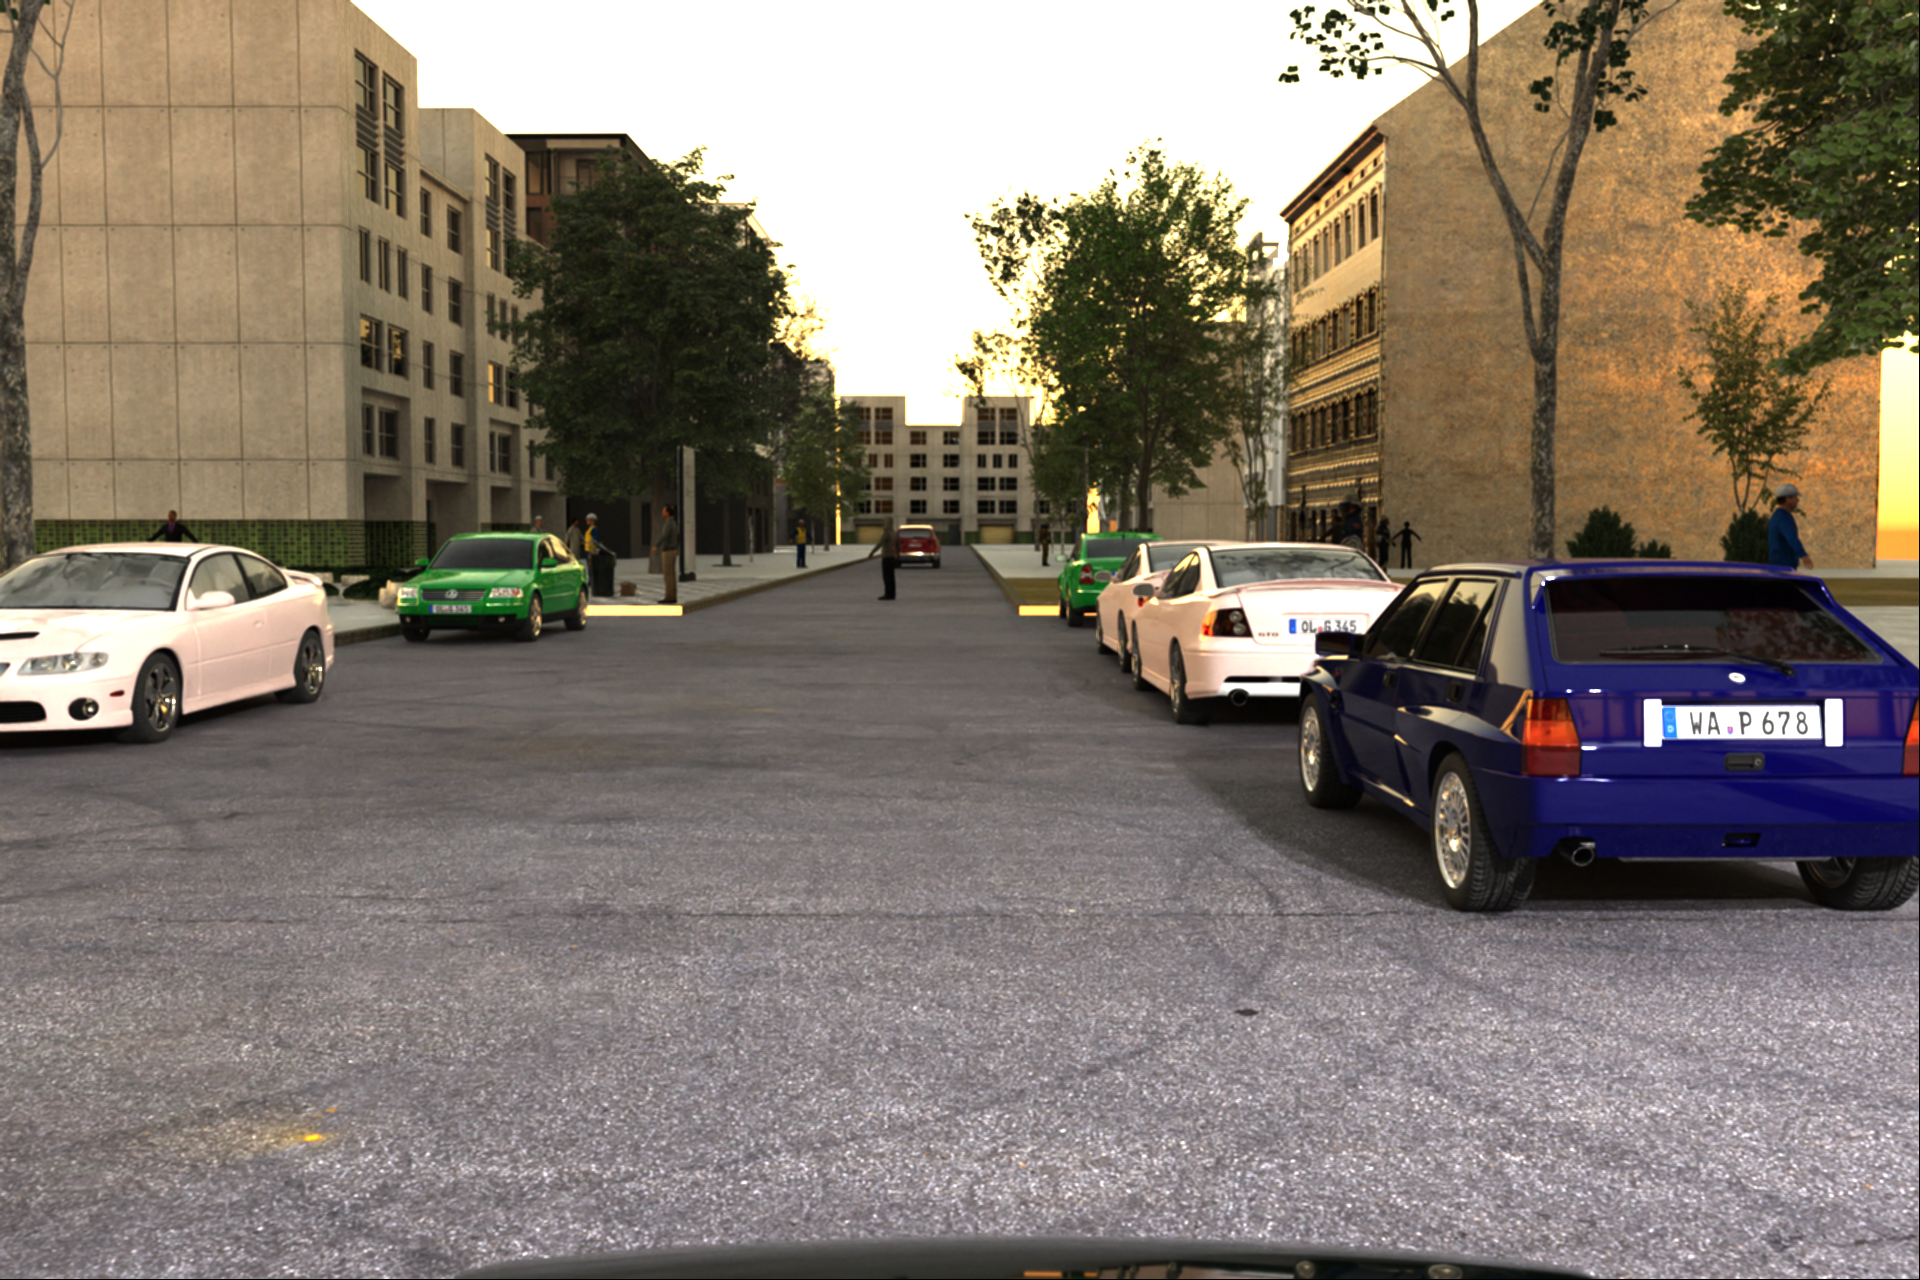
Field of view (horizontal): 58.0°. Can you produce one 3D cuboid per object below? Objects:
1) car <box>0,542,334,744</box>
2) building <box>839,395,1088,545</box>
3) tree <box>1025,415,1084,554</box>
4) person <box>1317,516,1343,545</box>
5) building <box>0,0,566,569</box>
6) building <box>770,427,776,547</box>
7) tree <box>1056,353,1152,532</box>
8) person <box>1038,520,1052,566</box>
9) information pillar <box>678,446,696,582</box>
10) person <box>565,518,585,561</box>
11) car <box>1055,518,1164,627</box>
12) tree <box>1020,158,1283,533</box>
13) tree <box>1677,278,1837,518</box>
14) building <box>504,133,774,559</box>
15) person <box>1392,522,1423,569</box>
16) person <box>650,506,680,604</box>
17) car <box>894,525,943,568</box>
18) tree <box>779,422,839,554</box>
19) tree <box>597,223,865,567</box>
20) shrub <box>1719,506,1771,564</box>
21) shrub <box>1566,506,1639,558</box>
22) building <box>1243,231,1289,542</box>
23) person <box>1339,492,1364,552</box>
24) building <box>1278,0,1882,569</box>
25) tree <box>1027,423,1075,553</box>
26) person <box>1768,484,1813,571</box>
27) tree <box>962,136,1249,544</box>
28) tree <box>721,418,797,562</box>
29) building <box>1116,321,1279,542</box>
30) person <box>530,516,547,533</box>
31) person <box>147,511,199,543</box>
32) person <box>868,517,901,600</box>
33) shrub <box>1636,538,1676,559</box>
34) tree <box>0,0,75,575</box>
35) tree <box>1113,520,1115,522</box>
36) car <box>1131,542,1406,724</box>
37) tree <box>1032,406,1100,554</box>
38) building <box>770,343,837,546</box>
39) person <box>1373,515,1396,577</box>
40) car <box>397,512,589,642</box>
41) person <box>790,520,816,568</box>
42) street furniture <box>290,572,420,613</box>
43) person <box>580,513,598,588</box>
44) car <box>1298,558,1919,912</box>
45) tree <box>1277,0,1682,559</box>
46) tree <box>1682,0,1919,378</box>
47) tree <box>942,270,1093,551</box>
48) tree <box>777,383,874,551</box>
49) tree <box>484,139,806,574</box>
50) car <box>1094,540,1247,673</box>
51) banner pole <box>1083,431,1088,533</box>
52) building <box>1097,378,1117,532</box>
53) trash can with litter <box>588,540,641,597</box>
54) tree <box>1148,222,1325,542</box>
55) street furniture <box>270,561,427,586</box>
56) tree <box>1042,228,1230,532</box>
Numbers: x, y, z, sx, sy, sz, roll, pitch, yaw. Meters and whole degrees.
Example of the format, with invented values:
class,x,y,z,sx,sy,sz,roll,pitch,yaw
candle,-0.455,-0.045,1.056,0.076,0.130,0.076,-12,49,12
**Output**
class,x,y,z,sx,sy,sz,roll,pitch,yaw
car,-6.404,-0.060,13.350,2.083,1.381,4.827,0,3,0
building,0.158,-21.930,227.465,31.486,18.905,16.747,0,4,-3
tree,6.122,-9.460,105.026,4.737,8.622,4.395,0,3,0
person,11.119,-2.735,50.848,1.346,1.812,0.704,0,4,7
building,-28.478,-12.581,72.154,16.747,18.905,31.486,0,3,0
building,-26.418,-17.573,153.781,16.747,18.905,31.486,0,4,0
tree,5.991,-7.371,70.872,4.737,8.622,4.395,0,3,0
person,3.463,-3.906,69.628,0.705,1.858,1.354,0,4,-7
information pillar,-7.419,-3.408,47.029,0.184,3.620,1.656,0,4,1
person,-12.562,-3.086,56.649,0.705,1.806,1.347,1,4,21
car,2.555,-1.183,28.134,1.959,1.807,4.718,0,4,0
tree,5.188,-7.484,48.125,9.928,11.665,9.643,0,3,0
tree,22.534,-6.068,49.575,4.737,8.622,4.395,0,3,0
building,-27.235,-15.966,105.020,27.936,21.610,32.646,0,4,1
person,16.410,-3.485,63.705,1.216,1.740,0.721,0,4,6
person,-5.401,-1.575,32.020,0.705,1.796,1.348,1,4,9
car,-1.860,-3.994,73.975,2.281,1.827,5.304,0,3,0
tree,-9.601,-9.896,112.163,4.737,8.622,4.395,0,3,0
tree,-9.283,-9.659,68.302,12.009,13.543,11.850,0,3,0
shrub,20.973,-2.535,45.874,1.690,2.028,1.600,0,3,0
shrub,15.794,-2.335,42.601,1.690,2.028,1.600,0,3,0
building,23.262,-15.475,109.435,16.016,20.090,11.380,0,3,0
person,5.272,-1.082,23.554,0.704,1.845,1.351,0,4,7
building,24.764,-14.787,72.700,19.493,23.208,18.063,0,4,0
tree,6.263,-10.054,114.744,4.737,8.622,4.395,0,3,0
person,9.230,-0.822,19.328,0.705,1.842,1.347,1,4,13
tree,6.852,-13.879,82.804,12.611,20.169,13.585,0,3,0
tree,-9.603,-7.898,79.490,4.360,8.622,3.978,0,3,0
building,23.648,-17.497,152.539,16.747,18.905,31.486,0,4,0
person,-12.984,-2.916,53.536,0.705,1.847,1.347,2,4,28
person,-17.535,-1.979,38.582,1.346,1.802,0.704,0,4,-1
person,-1.588,-1.787,37.809,0.705,1.813,1.348,2,4,26
shrub,14.755,-1.571,36.798,1.383,1.207,1.383,0,3,0
tree,-13.364,-10.096,20.954,12.611,20.169,13.585,0,3,0
tree,21.284,-16.624,222.156,4.360,8.622,3.978,0,3,0
car,2.530,-0.126,14.426,2.083,1.381,4.827,0,4,-1
tree,5.768,-8.859,95.207,4.737,8.622,4.395,0,3,0
building,-29.264,-21.818,200.702,27.936,21.610,32.646,0,4,0
person,12.500,-2.765,50.988,0.705,1.856,1.354,2,4,33
car,-6.506,-0.958,24.463,1.959,1.807,4.718,0,4,0
person,-6.018,-3.664,65.874,0.705,1.833,1.349,3,5,41
street furniture,-11.853,-0.964,31.387,5.734,0.657,10.072,-1,4,-14
person,-8.844,-2.123,41.168,0.721,1.772,1.216,-2,4,-25
car,2.705,0.285,7.928,1.945,1.354,3.894,0,4,-1
tree,8.697,-10.538,28.180,12.611,20.169,13.585,0,3,0
tree,8.800,-5.802,12.988,7.486,12.596,7.792,0,3,0
tree,5.037,-16.546,126.416,12.611,20.169,13.585,0,3,0
tree,-10.358,-12.932,129.565,7.486,12.596,7.792,0,3,0
tree,-9.812,-9.094,55.345,9.857,13.997,8.962,0,3,0
car,2.577,-0.422,19.269,2.083,1.381,4.827,0,4,0
banner pole,3.069,-3.188,42.134,0.401,3.779,0.863,0,4,-1
building,21.472,-21.334,205.238,16.016,20.090,11.380,0,3,0
trash can with litter,-7.117,-1.485,35.667,1.055,1.170,0.624,0,4,-1
tree,7.074,-5.503,40.331,4.360,8.622,3.978,0,3,0
street furniture,-15.418,-1.771,44.587,10.072,0.657,5.734,-3,4,-37
tree,6.309,-8.857,62.932,7.486,12.596,7.792,0,3,0
